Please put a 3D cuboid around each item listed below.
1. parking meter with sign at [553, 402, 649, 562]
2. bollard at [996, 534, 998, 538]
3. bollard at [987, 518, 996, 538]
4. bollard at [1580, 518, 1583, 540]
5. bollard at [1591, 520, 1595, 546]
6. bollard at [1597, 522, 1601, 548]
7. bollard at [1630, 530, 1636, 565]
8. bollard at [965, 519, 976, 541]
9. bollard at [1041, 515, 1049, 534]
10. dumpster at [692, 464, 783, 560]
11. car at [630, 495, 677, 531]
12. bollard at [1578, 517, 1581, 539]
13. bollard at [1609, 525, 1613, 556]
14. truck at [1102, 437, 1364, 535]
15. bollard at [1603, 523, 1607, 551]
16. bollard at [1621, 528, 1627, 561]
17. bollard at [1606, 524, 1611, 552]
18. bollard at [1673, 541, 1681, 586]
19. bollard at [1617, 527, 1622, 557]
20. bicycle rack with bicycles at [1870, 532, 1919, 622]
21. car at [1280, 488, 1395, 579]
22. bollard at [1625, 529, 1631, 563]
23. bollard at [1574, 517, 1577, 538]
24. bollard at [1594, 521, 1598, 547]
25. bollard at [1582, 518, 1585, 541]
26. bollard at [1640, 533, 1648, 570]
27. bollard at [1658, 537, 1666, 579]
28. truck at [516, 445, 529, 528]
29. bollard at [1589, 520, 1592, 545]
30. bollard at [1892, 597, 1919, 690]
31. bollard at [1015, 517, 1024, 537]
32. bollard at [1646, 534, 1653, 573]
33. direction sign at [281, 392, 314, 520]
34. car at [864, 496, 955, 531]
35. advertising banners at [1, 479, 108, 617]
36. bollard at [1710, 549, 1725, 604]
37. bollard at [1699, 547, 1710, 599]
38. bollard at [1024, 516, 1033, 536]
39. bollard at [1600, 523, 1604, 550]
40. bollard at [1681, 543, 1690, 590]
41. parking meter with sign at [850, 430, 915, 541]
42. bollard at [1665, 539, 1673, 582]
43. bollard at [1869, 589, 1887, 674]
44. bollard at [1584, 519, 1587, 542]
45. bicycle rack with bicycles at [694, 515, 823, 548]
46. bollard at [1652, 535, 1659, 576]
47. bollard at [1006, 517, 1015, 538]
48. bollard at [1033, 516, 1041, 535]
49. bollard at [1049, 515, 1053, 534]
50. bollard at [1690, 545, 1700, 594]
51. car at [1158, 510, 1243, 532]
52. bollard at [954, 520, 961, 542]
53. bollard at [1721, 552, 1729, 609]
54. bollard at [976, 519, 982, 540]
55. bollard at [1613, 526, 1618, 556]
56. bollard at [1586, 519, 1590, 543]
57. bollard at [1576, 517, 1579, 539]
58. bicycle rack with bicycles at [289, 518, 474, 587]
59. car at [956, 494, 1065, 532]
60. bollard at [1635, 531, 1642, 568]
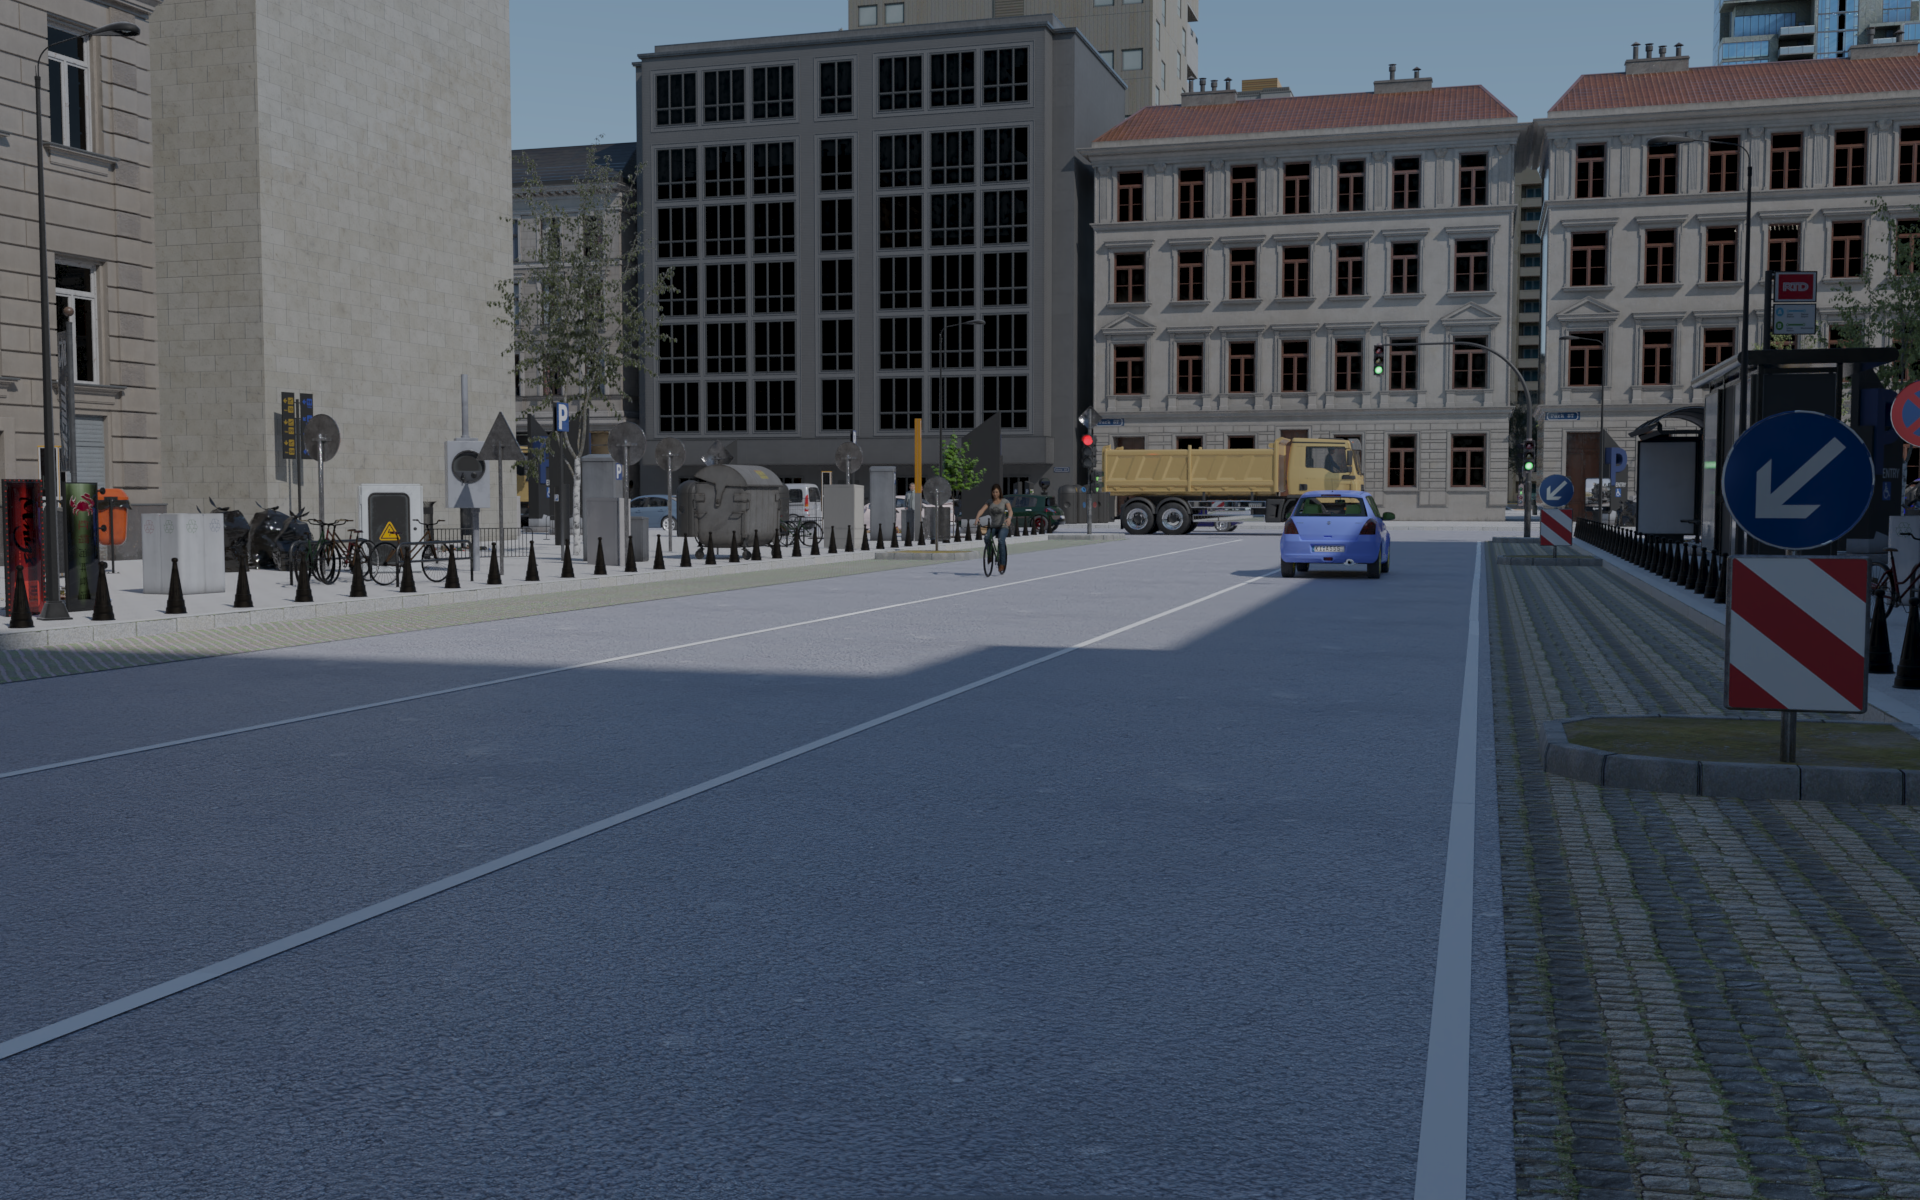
[{"bbox_3d":[-6.798,-2.243,32.938,1.738,3.016,0.543,1,4,11],"label":"parking meter with sign"},{"bbox_3d":[1.124,-2.090,50.219,0.229,0.601,0.229,0,3,0],"label":"bollard"},{"bbox_3d":[0.822,-2.030,49.225,0.229,0.601,0.229,0,3,0],"label":"bollard"},{"bbox_3d":[17.009,-1.893,46.985,0.229,0.601,0.229,0,3,0],"label":"bollard"},{"bbox_3d":[15.520,-1.590,42.034,0.229,0.601,0.229,0,3,0],"label":"bollard"},{"bbox_3d":[14.921,-1.469,40.055,0.229,0.601,0.229,0,3,0],"label":"bollard"},{"bbox_3d":[12.240,-0.925,31.163,0.229,0.601,0.229,0,3,0],"label":"bollard"},{"bbox_3d":[0.227,-1.909,47.258,0.229,0.601,0.229,0,3,0],"label":"bollard"},{"bbox_3d":[2.604,-2.391,55.138,0.229,0.601,0.229,0,3,0],"label":"bollard"},{"bbox_3d":[-4.430,-1.752,34.412,1.264,1.857,1.865,1,4,17],"label":"dumpster"},{"bbox_3d":[-11.701,-3.254,65.208,4.499,1.417,2.014,1,4,18],"label":"car"},{"bbox_3d":[17.311,-1.953,47.966,0.229,0.601,0.229,0,3,0],"label":"bollard"},{"bbox_3d":[13.731,-1.228,36.114,0.229,0.601,0.229,0,3,0],"label":"bollard"},{"bbox_3d":[9.999,-3.959,60.660,9.791,3.379,3.469,1,4,16],"label":"truck"},{"bbox_3d":[14.325,-1.348,38.080,0.229,0.601,0.229,0,3,0],"label":"bollard"},{"bbox_3d":[12.837,-1.046,33.148,0.229,0.601,0.229,0,3,0],"label":"bollard"},{"bbox_3d":[14.027,-1.288,37.097,0.229,0.601,0.229,0,3,0],"label":"bollard"},{"bbox_3d":[10.156,-0.502,24.251,0.229,0.601,0.229,0,3,0],"label":"bollard"},{"bbox_3d":[13.139,-1.106,34.130,0.229,0.601,0.229,0,3,0],"label":"bollard"},{"bbox_3d":[10.079,-0.156,15.938,2.852,0.926,2.925,0,4,2],"label":"bicycle rack with bicycles"},{"bbox_3d":[6.721,-1.297,30.804,1.945,1.707,3.694,1,4,17],"label":"car"},{"bbox_3d":[12.537,-0.985,32.152,0.229,0.601,0.229,0,3,0],"label":"bollard"},{"bbox_3d":[17.901,-2.073,49.941,0.229,0.601,0.229,0,3,0],"label":"bollard"},{"bbox_3d":[15.222,-1.530,41.050,0.229,0.601,0.229,0,3,0],"label":"bollard"},{"bbox_3d":[16.715,-1.832,45.996,0.229,0.601,0.229,0,3,0],"label":"bollard"},{"bbox_3d":[11.650,-0.804,29.191,0.229,0.601,0.229,0,3,0],"label":"bollard"},{"bbox_3d":[10.753,-0.623,26.227,0.229,0.601,0.229,0,3,0],"label":"bollard"},{"bbox_3d":[-19.712,-4.482,69.197,9.791,3.379,3.469,1,4,16],"label":"truck"},{"bbox_3d":[15.820,-1.651,43.028,0.229,0.601,0.229,0,3,0],"label":"bollard"},{"bbox_3d":[6.294,0.282,11.438,0.229,0.601,0.229,0,3,0],"label":"bollard"},{"bbox_3d":[1.715,-2.211,52.189,0.229,0.601,0.229,0,3,0],"label":"bollard"},{"bbox_3d":[11.344,-0.743,28.197,0.229,0.601,0.229,0,3,0],"label":"bollard"},{"bbox_3d":[-14.804,-2.862,38.785,0.379,3.537,0.876,2,4,26],"label":"direction sign"},{"bbox_3d":[-2.565,-3.184,64.417,4.827,1.381,2.083,1,4,18],"label":"car"},{"bbox_3d":[-9.834,-1.346,18.198,0.090,3.025,2.074,1,4,19],"label":"advertising banners"},{"bbox_3d":[8.963,-0.261,20.303,0.229,0.601,0.229,0,3,0],"label":"bollard"},{"bbox_3d":[9.262,-0.321,21.285,0.229,0.601,0.229,0,3,0],"label":"bollard"},{"bbox_3d":[2.011,-2.271,53.172,0.229,0.601,0.229,0,3,0],"label":"bollard"},{"bbox_3d":[14.630,-1.409,39.070,0.229,0.601,0.229,0,3,0],"label":"bollard"},{"bbox_3d":[9.861,-0.442,23.268,0.229,0.601,0.229,0,3,0],"label":"bollard"},{"bbox_3d":[-2.104,-3.128,47.407,1.738,3.016,0.543,0,4,5],"label":"parking meter with sign"},{"bbox_3d":[10.455,-0.562,25.238,0.229,0.601,0.229,0,3,0],"label":"bollard"},{"bbox_3d":[6.593,0.221,12.428,0.229,0.601,0.229,0,3,0],"label":"bollard"},{"bbox_3d":[16.413,-1.771,45.005,0.229,0.601,0.229,0,3,0],"label":"bollard"},{"bbox_3d":[-4.760,-1.774,42.393,2.925,0.926,2.852,1,4,9],"label":"bicycle rack with bicycles"},{"bbox_3d":[11.051,-0.683,27.213,0.229,0.601,0.229,0,3,0],"label":"bollard"},{"bbox_3d":[1.418,-2.151,51.203,0.229,0.601,0.229,0,3,0],"label":"bollard"},{"bbox_3d":[2.305,-2.331,54.156,0.229,0.601,0.229,0,3,0],"label":"bollard"},{"bbox_3d":[2.903,-2.452,56.128,0.229,0.601,0.229,0,3,0],"label":"bollard"},{"bbox_3d":[9.560,-0.381,22.268,0.229,0.601,0.229,0,3,0],"label":"bollard"},{"bbox_3d":[8.905,-3.289,66.362,3.894,1.354,1.945,1,4,19],"label":"car"},{"bbox_3d":[-0.066,-1.849,46.274,0.229,0.601,0.229,0,3,0],"label":"bollard"},{"bbox_3d":[8.668,-0.200,19.317,0.229,0.601,0.229,0,3,0],"label":"bollard"},{"bbox_3d":[0.524,-1.969,48.241,0.229,0.601,0.229,0,3,0],"label":"bollard"},{"bbox_3d":[13.436,-1.168,35.130,0.229,0.601,0.229,0,3,0],"label":"bollard"},{"bbox_3d":[16.116,-1.711,44.012,0.229,0.601,0.229,0,3,0],"label":"bollard"},{"bbox_3d":[17.603,-2.013,48.950,0.229,0.601,0.229,0,3,0],"label":"bollard"},{"bbox_3d":[-8.464,-0.697,24.775,2.852,0.926,2.925,1,4,20],"label":"bicycle rack with bicycles"},{"bbox_3d":[1.933,-3.444,66.090,4.222,1.686,2.009,1,4,18],"label":"car"},{"bbox_3d":[11.947,-0.865,30.179,0.229,0.601,0.229,0,3,0],"label":"bollard"}]
